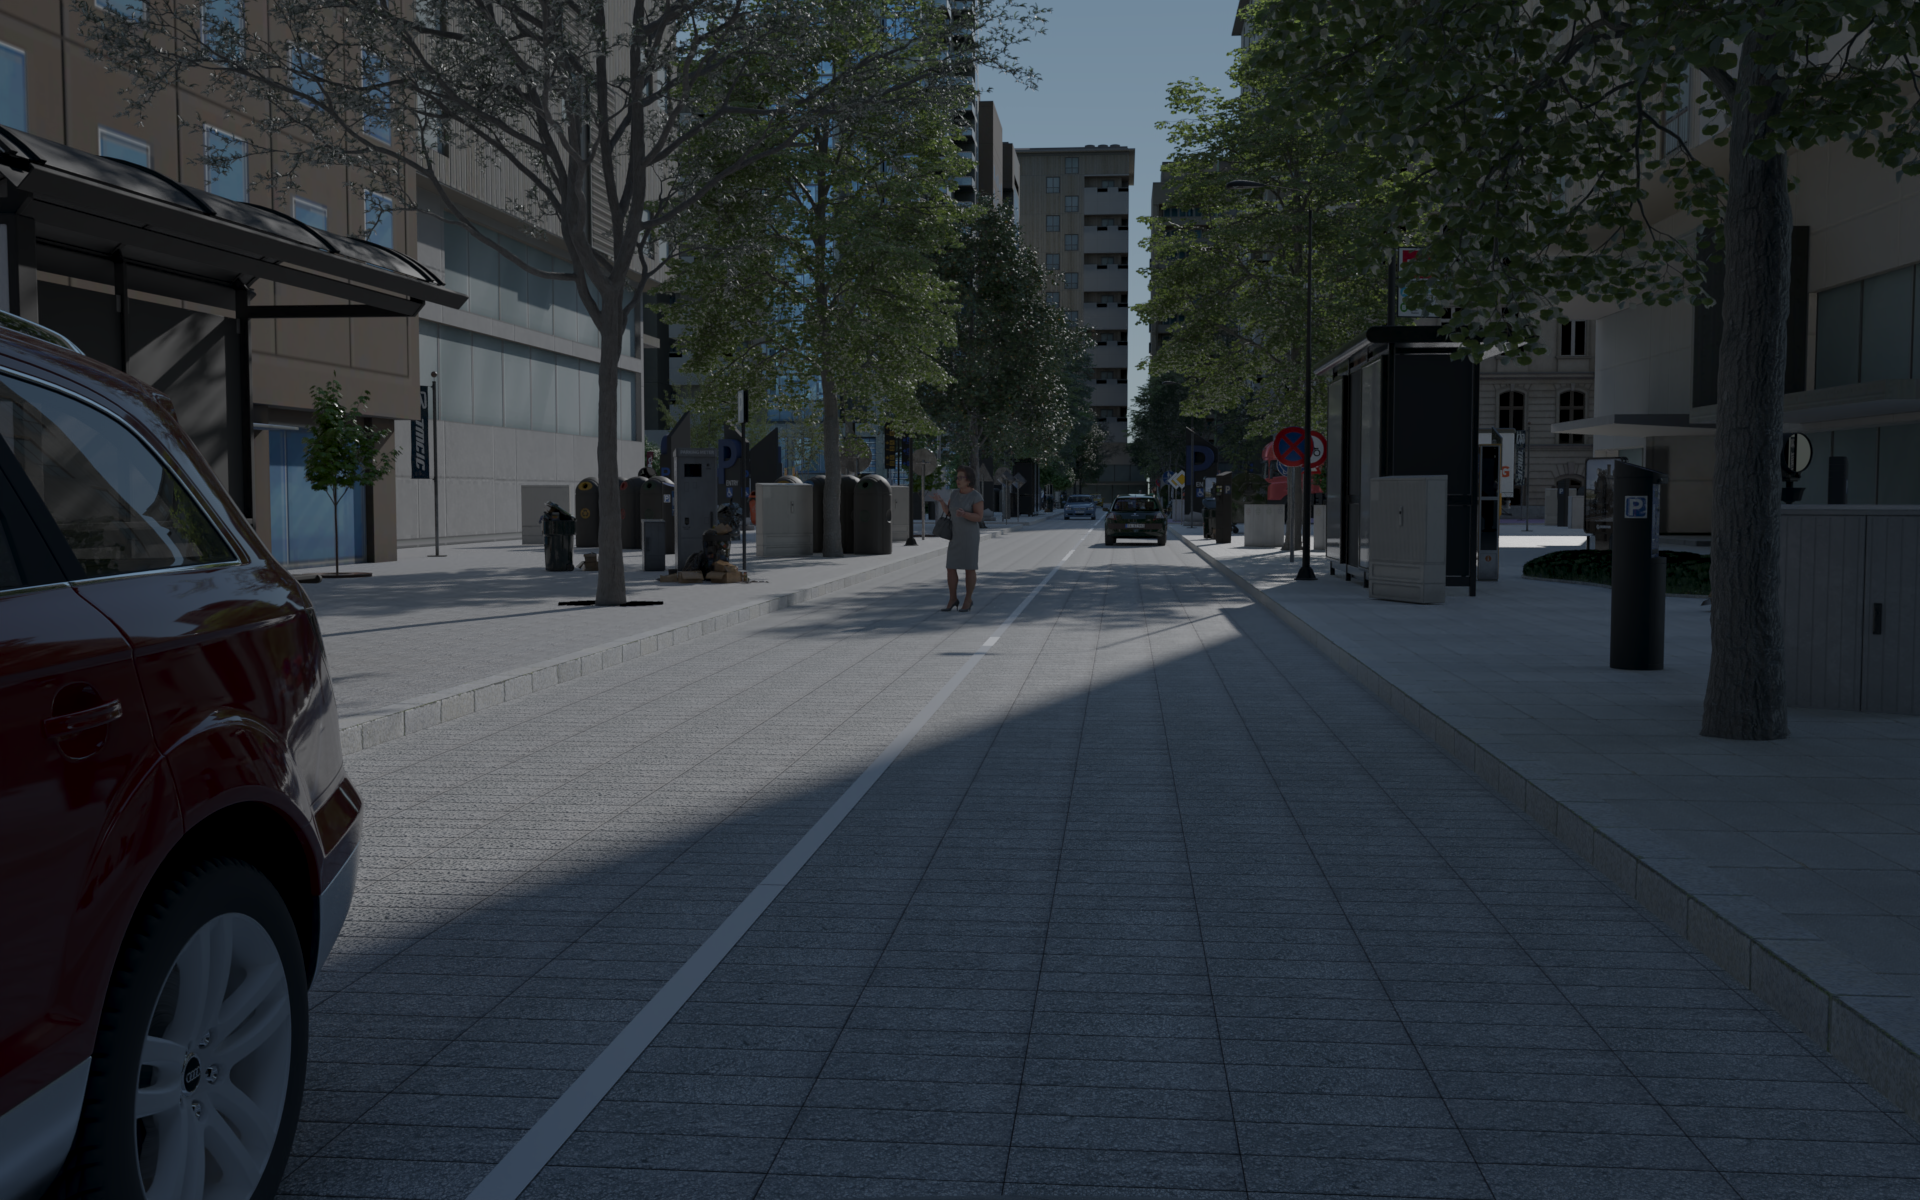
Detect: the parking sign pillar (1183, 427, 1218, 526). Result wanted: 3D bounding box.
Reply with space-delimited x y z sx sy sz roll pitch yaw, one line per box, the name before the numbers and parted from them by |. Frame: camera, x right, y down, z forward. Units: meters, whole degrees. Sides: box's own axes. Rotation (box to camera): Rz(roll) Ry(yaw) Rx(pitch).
parking sign pillar | 9.661 -4.944 69.302 1.447 3.967 1.447 1 4 16

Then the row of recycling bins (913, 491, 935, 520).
row of recycling bins | -2.508 -4.849 86.389 3.534 1.692 1.069 1 4 12

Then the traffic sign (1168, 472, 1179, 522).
traffic sign | 9.900 -4.633 79.394 0.795 2.450 0.064 0 4 5

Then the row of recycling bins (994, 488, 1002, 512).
row of recycling bins | 2.940 -7.095 123.123 3.534 1.692 1.069 3 4 38

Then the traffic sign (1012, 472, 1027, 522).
traffic sign | 2.690 -4.676 80.092 0.795 2.450 0.064 0 4 5

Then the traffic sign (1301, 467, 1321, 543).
traffic sign | 9.037 -2.784 45.518 0.884 2.594 0.081 1 4 13

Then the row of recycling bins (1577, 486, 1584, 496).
row of recycling bins | 44.172 -6.861 119.292 3.534 1.692 1.069 0 4 -8

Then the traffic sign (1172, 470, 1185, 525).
traffic sign | 9.151 -4.147 71.444 0.795 2.450 0.064 0 4 5

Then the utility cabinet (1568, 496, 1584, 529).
utility cabinet | 23.125 -3.253 64.355 1.020 1.237 0.306 -1 4 -10

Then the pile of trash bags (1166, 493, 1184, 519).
pile of trash bags | 11.628 -4.892 89.743 1.912 1.369 3.447 0 4 3

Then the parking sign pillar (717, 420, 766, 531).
parking sign pillar | -7.969 -4.439 61.052 1.447 3.967 1.447 -3 5 -44

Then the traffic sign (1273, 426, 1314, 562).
traffic sign | 6.257 -1.985 32.566 0.768 2.556 0.104 1 4 9

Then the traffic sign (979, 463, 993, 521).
traffic sign | 0.955 -4.433 72.484 0.884 2.594 0.081 1 4 13

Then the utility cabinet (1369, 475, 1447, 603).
utility cabinet | 5.297 -0.727 20.562 0.318 1.500 1.173 -1 4 -19

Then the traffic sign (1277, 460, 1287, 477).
traffic sign | 9.775 -3.137 51.398 0.768 2.556 0.104 0 4 6

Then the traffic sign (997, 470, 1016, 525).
traffic sign | 1.941 -4.190 72.142 0.795 2.450 0.064 0 4 5

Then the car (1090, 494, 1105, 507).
car | 14.558 -10.768 186.281 2.015 1.641 3.980 0 4 6

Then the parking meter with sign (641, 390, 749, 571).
parking meter with sign | -4.435 -1.999 28.953 1.738 3.016 0.543 -1 4 -17

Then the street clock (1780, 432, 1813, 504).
street clock | 9.808 -0.974 20.499 0.471 2.002 0.358 -1 4 -22

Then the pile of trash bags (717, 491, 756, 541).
pile of trash bags | -6.539 -2.305 47.441 3.447 1.369 1.912 2 4 35

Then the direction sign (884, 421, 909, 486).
direction sign | -1.911 -3.788 53.929 0.876 3.537 0.379 -1 4 -9

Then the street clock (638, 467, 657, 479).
street clock | -8.328 -2.546 46.205 0.471 2.002 0.358 -2 4 -29

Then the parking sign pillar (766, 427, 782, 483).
parking sign pillar | -7.883 -5.015 70.470 1.447 3.967 1.447 2 4 29

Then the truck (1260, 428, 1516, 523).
truck | 18.100 -5.286 75.344 11.283 4.237 2.839 0 4 6

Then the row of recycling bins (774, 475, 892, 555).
row of recycling bins | -2.818 -1.875 37.772 3.534 1.692 1.069 3 5 43

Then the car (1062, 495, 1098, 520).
car | 6.750 -5.210 97.182 2.014 1.417 4.499 0 4 5

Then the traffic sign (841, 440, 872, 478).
traffic sign | -2.443 -2.485 40.734 0.768 2.556 0.104 1 4 14

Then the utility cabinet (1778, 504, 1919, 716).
utility cabinet | 5.295 0.050 10.343 1.020 1.237 0.306 3 4 38

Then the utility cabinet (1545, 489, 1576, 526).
utility cabinet | 24.050 -3.712 69.374 1.173 1.500 0.318 1 4 17

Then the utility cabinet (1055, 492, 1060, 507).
utility cabinet | 8.687 -8.883 153.914 0.318 1.500 1.173 1 4 12

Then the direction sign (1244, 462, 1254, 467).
direction sign | 20.442 -7.998 122.772 0.379 3.537 0.876 -3 5 -40

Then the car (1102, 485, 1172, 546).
car | 5.046 -2.426 49.457 2.009 1.686 4.222 0 4 7

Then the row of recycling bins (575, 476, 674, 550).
row of recycling bins | -7.889 -2.069 40.940 3.534 1.692 1.069 3 5 44

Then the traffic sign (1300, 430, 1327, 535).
traffic sign | 6.967 -2.108 34.576 0.768 2.556 0.104 1 4 8

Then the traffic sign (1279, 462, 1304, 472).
traffic sign | 8.584 -2.718 44.542 0.768 2.556 0.104 1 4 14

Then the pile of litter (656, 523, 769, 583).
pile of litter | -3.629 -0.689 25.229 1.719 0.858 1.176 3 4 37

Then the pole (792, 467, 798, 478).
pole | -12.646 -8.437 131.792 0.158 3.312 0.155 0 3 0

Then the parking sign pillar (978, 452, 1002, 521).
parking sign pillar | 1.009 -5.744 82.382 1.447 3.967 1.447 3 5 40

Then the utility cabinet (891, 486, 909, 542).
utility cabinet | -1.850 -2.268 45.764 1.173 1.500 0.318 -3 5 -44

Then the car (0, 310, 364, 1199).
car | -2.412 0.429 1.662 2.281 1.827 5.304 0 4 3

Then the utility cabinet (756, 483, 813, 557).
utility cabinet | -3.577 -1.632 35.361 1.173 1.500 0.318 -3 4 -36

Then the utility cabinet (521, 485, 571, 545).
utility cabinet | -10.343 -2.118 43.305 1.173 1.500 0.318 0 4 -7

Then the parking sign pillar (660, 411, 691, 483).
parking sign pillar | -9.081 -4.086 55.271 1.447 3.967 1.447 1 4 19
